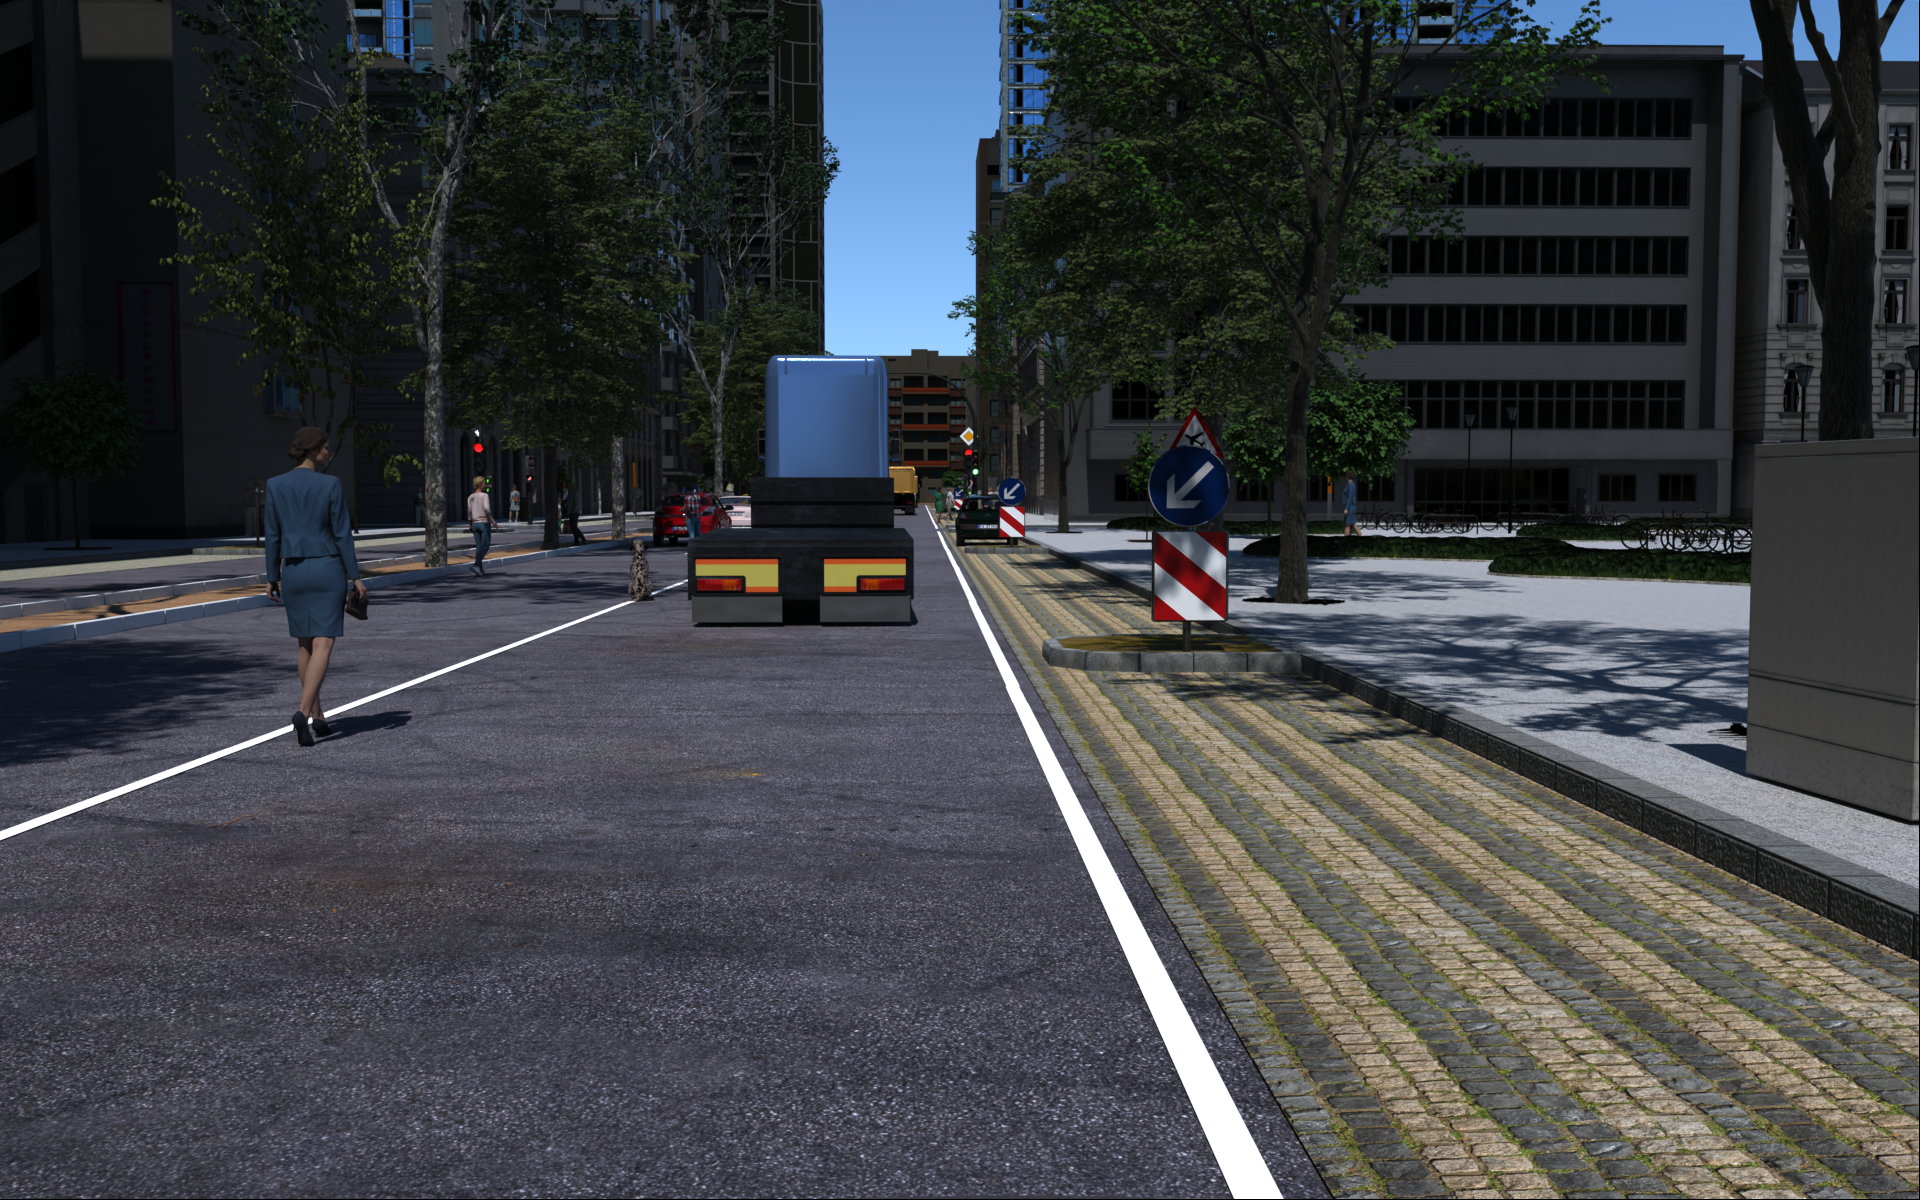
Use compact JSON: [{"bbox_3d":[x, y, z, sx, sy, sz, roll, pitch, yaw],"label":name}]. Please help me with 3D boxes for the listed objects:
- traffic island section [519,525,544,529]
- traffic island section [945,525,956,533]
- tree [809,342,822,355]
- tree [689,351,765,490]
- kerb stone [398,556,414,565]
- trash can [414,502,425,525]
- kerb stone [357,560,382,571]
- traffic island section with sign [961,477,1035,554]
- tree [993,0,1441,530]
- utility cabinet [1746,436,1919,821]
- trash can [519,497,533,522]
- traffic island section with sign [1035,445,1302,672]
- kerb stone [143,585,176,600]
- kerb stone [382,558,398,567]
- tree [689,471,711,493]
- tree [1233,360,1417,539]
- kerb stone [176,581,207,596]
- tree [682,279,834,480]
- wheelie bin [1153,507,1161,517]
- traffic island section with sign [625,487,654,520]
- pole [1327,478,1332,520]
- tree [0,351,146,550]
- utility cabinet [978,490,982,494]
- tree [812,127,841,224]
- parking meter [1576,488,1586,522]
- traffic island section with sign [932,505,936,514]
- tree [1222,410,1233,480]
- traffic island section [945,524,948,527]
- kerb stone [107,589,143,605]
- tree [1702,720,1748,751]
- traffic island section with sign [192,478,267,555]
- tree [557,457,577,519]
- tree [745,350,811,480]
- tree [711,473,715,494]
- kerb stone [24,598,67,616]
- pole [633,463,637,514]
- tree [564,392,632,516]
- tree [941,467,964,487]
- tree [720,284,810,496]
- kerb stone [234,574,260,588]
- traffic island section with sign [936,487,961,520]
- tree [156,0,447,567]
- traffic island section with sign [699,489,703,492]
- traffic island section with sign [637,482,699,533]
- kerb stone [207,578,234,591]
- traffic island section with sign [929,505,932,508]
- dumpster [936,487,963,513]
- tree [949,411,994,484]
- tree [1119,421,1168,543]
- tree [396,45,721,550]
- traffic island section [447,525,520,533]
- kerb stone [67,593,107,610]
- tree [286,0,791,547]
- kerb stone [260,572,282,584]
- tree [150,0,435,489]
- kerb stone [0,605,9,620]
[{"bbox_3d":[-17.945,-3.055,72.234,2.009,0.180,2.903,0,4,-1],"label":"traffic island section"},{"bbox_3d":[0.576,-2.592,64.667,2.009,0.180,2.903,0,4,-1],"label":"traffic island section"},{"bbox_3d":[-12.483,-13.431,132.429,12.009,13.543,11.850,0,3,0],"label":"tree"},{"bbox_3d":[-11.538,-8.204,86.960,4.737,8.622,4.395,0,3,0],"label":"tree"},{"bbox_3d":[-11.284,-0.769,34.953,0.120,0.150,1.000,0,4,-1],"label":"kerb stone"},{"bbox_3d":[-22.179,-3.651,71.353,0.748,1.137,0.748,0,3,0],"label":"trash can"},{"bbox_3d":[-11.246,-0.655,32.899,0.120,0.150,1.000,0,4,-1],"label":"kerb stone"},{"bbox_3d":[1.109,-2.042,42.015,1.989,1.847,2.006,0,4,-1],"label":"traffic island section with sign"},{"bbox_3d":[4.391,-6.862,30.321,7.486,12.596,7.792,0,3,0],"label":"tree"},{"bbox_3d":[3.773,0.088,7.238,0.318,1.500,1.173,0,4,-6],"label":"utility cabinet"},{"bbox_3d":[-19.939,-4.152,79.539,0.748,1.137,0.748,0,3,0],"label":"trash can"},{"bbox_3d":[1.726,-0.375,14.763,1.989,1.847,2.006,0,4,-1],"label":"traffic island section with sign"},{"bbox_3d":[-11.034,-0.091,23.678,0.120,0.150,1.000,0,4,-1],"label":"kerb stone"},{"bbox_3d":[-11.264,-0.717,33.924,0.120,0.150,1.000,0,4,-1],"label":"kerb stone"},{"bbox_3d":[-22.454,-9.424,148.689,1.663,3.219,1.824,0,3,0],"label":"tree"},{"bbox_3d":[9.585,-3.602,42.614,4.285,4.588,4.351,0,3,0],"label":"tree"},{"bbox_3d":[-11.050,-0.153,24.700,0.120,0.150,1.000,0,4,-1],"label":"kerb stone"},{"bbox_3d":[-11.801,-11.856,102.955,9.857,13.997,8.962,0,3,0],"label":"tree"},{"bbox_3d":[8.378,-3.933,72.206,0.693,1.594,0.980,0,4,-6],"label":"wheelie bin"},{"bbox_3d":[-18.198,-5.411,97.098,1.989,1.847,2.006,0,4,-1],"label":"traffic island section with sign"},{"bbox_3d":[14.002,-4.386,65.561,0.158,3.312,0.155,0,3,0],"label":"pole"},{"bbox_3d":[-20.518,-3.453,40.163,4.285,4.588,4.351,0,3,0],"label":"tree"},{"bbox_3d":[1.162,-5.995,106.695,0.318,1.500,1.173,0,4,3],"label":"utility cabinet"},{"bbox_3d":[-12.029,-13.425,77.837,12.611,20.169,13.585,0,3,0],"label":"tree"},{"bbox_3d":[25.888,-3.904,72.238,0.372,1.533,0.369,0,3,0],"label":"parking meter"},{"bbox_3d":[-0.791,-7.074,124.283,1.989,1.847,2.006,0,4,-1],"label":"traffic island section with sign"},{"bbox_3d":[8.841,-4.037,49.721,4.285,4.588,4.351,0,3,0],"label":"tree"},{"bbox_3d":[0.392,-3.081,72.650,2.009,0.180,2.903,0,4,-1],"label":"traffic island section"},{"bbox_3d":[-11.005,-0.028,22.655,0.120,0.150,1.000,0,4,-1],"label":"kerb stone"},{"bbox_3d":[4.340,-5.066,8.592,9.928,11.665,9.643,0,3,0],"label":"tree"},{"bbox_3d":[-16.905,-1.996,41.262,1.989,1.847,2.006,0,4,-1],"label":"traffic island section with sign"},{"bbox_3d":[-20.879,-5.881,90.748,1.663,3.219,1.824,0,3,0],"label":"tree"},{"bbox_3d":[-12.125,-12.260,119.919,9.611,12.733,9.660,0,3,0],"label":"tree"},{"bbox_3d":[-22.386,-10.026,158.524,1.663,3.219,1.824,0,3,0],"label":"tree"},{"bbox_3d":[-10.962,0.099,20.609,0.120,0.150,1.000,0,4,-1],"label":"kerb stone"},{"bbox_3d":[-21.023,-7.220,111.889,0.158,3.312,0.155,0,3,0],"label":"pole"},{"bbox_3d":[-21.028,-9.212,100.986,4.360,8.622,3.978,0,3,0],"label":"tree"},{"bbox_3d":[-0.821,-13.980,212.280,4.285,4.588,4.351,0,3,0],"label":"tree"},{"bbox_3d":[-11.352,-10.548,93.046,7.486,12.596,7.792,0,3,0],"label":"tree"},{"bbox_3d":[-11.105,-0.270,26.751,0.120,0.150,1.000,0,4,-1],"label":"kerb stone"},{"bbox_3d":[-0.177,-5.426,97.335,1.989,1.847,2.006,0,4,-1],"label":"traffic island section with sign"},{"bbox_3d":[-11.469,-10.747,34.066,12.611,20.169,13.585,0,3,0],"label":"tree"},{"bbox_3d":[-18.815,-7.092,124.575,1.989,1.847,2.006,0,4,-1],"label":"traffic island section with sign"},{"bbox_3d":[-10.920,-3.456,64.642,2.006,1.907,1.989,0,4,-1],"label":"traffic island section with sign"},{"bbox_3d":[-11.076,-0.216,25.729,0.120,0.150,1.000,0,4,-1],"label":"kerb stone"},{"bbox_3d":[-2.595,-11.850,202.373,1.989,1.847,2.006,0,4,-1],"label":"traffic island section with sign"},{"bbox_3d":[-0.677,-6.383,112.569,1.865,1.857,1.264,0,4,-2],"label":"dumpster"},{"bbox_3d":[1.300,-12.442,153.795,4.360,8.622,3.978,0,3,0],"label":"tree"},{"bbox_3d":[4.986,-3.150,46.111,1.663,3.219,1.824,0,3,0],"label":"tree"},{"bbox_3d":[-10.596,-7.576,44.450,7.486,12.596,7.792,0,3,0],"label":"tree"},{"bbox_3d":[-17.761,-2.567,64.251,2.009,0.180,2.903,0,4,-1],"label":"traffic island section"},{"bbox_3d":[-10.987,0.036,21.631,0.120,0.150,1.000,0,4,-1],"label":"kerb stone"},{"bbox_3d":[-12.005,-12.020,54.873,12.611,20.169,13.585,0,3,0],"label":"tree"},{"bbox_3d":[-11.128,-0.341,27.779,0.120,0.150,1.000,0,4,-1],"label":"kerb stone"},{"bbox_3d":[-9.630,-4.458,25.701,4.737,8.622,4.395,0,3,0],"label":"tree"},{"bbox_3d":[-10.932,0.160,19.580,0.120,0.150,1.000,0,4,-1],"label":"kerb stone"}]
